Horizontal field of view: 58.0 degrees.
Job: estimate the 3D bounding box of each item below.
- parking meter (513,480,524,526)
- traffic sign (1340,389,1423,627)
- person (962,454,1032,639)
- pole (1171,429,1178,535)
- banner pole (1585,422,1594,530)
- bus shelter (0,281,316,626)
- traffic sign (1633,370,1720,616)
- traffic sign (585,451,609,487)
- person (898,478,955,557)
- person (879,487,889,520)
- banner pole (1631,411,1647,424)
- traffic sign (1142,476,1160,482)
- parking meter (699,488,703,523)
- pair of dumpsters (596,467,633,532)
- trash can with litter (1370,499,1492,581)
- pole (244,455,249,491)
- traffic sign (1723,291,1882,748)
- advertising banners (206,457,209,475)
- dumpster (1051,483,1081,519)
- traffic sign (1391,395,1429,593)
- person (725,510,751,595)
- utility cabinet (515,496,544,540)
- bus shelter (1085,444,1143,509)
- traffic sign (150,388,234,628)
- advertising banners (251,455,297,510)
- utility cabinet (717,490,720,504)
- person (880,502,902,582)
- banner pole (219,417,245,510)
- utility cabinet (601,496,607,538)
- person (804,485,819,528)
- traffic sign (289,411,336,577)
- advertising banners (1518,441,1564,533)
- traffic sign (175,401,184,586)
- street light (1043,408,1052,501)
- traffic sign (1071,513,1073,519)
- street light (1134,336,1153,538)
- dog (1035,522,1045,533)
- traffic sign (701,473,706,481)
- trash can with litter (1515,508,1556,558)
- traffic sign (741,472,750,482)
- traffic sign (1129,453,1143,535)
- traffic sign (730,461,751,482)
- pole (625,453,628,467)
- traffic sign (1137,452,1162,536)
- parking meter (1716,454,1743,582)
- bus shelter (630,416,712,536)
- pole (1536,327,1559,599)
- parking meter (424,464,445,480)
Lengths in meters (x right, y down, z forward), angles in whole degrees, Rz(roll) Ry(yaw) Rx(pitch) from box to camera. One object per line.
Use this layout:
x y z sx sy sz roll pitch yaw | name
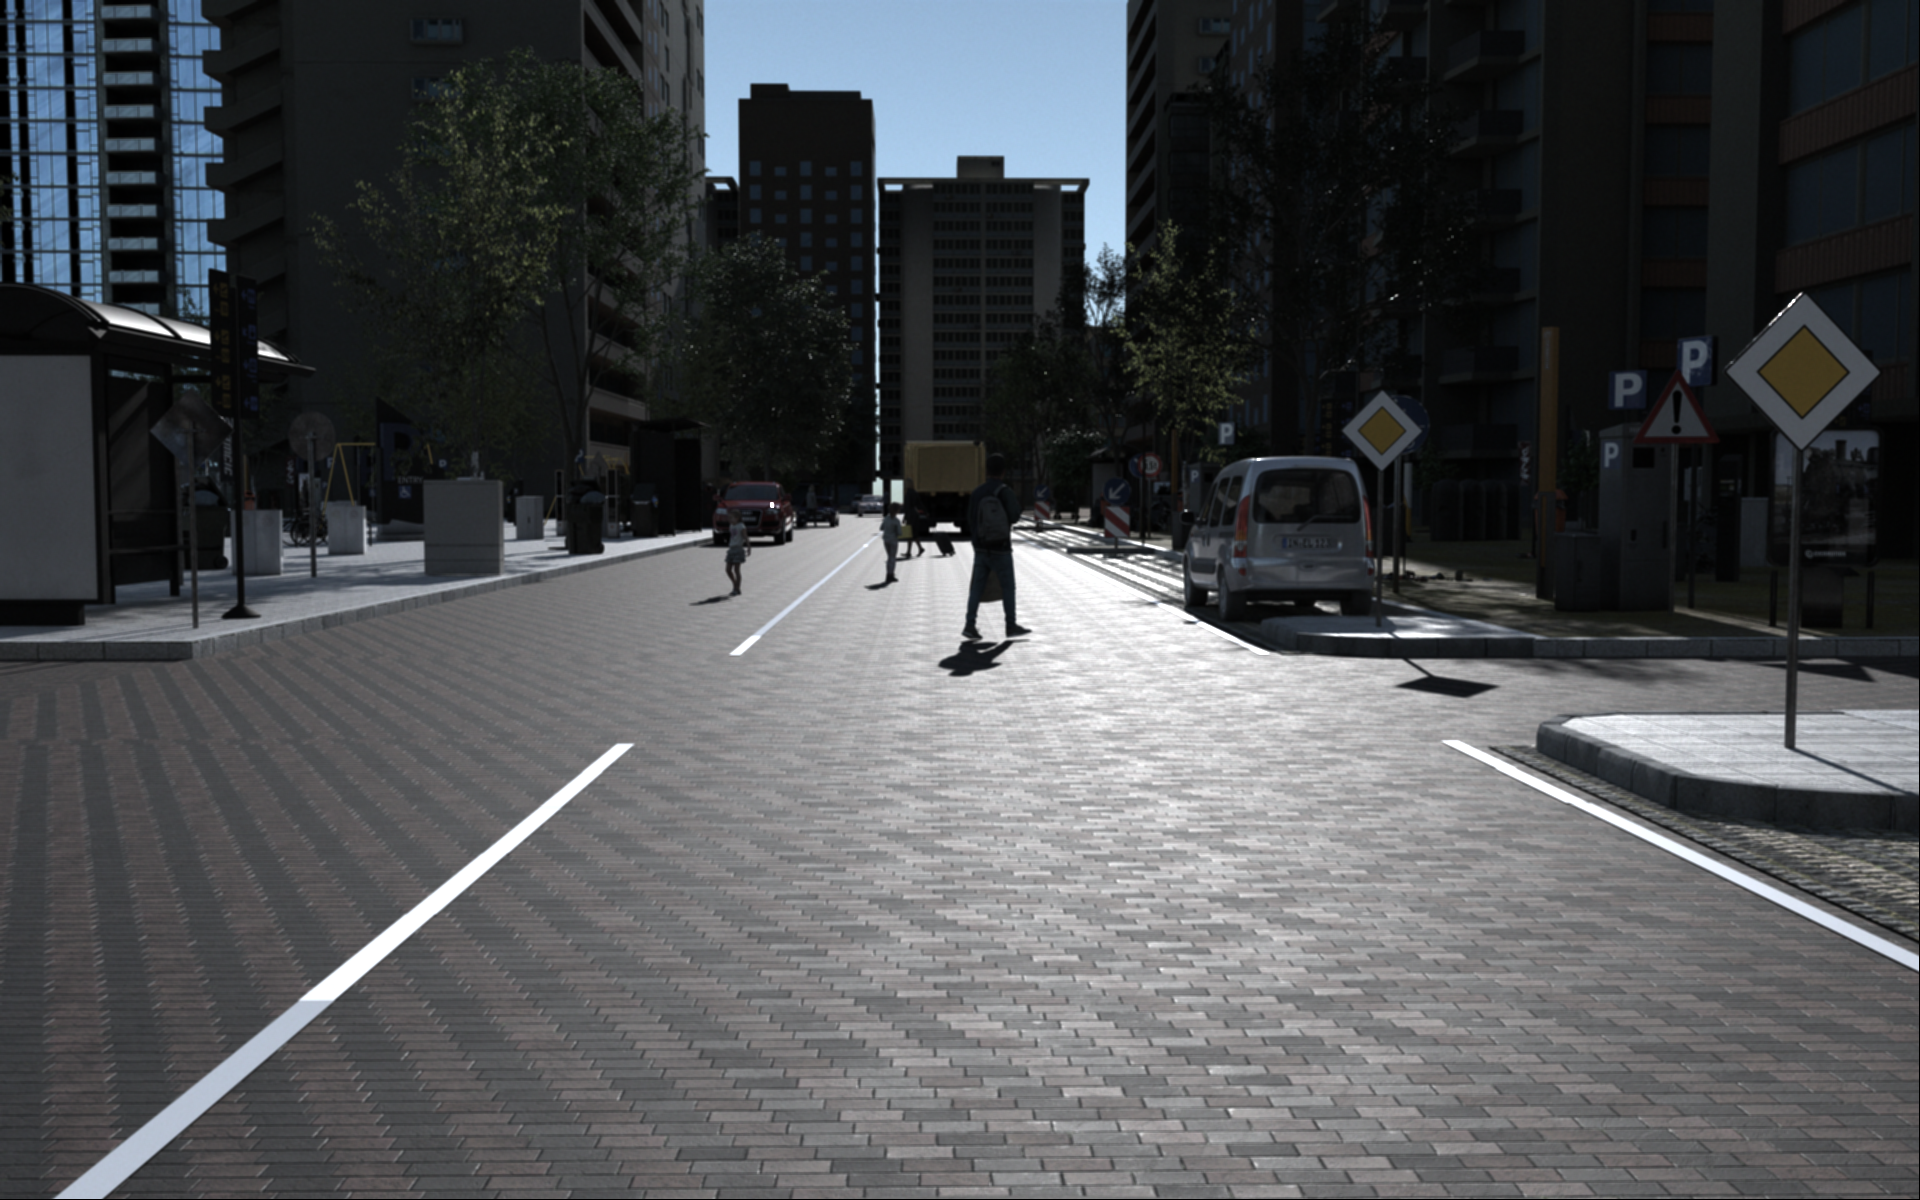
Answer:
-17.804 -3.921 69.817 0.399 1.863 0.255 2 4 32 | parking meter
4.043 -0.797 16.675 0.795 2.450 0.064 0 4 -1 | traffic sign
0.306 -0.521 17.002 0.713 1.824 0.794 -3 4 -36 | person
6.762 -3.716 54.598 0.158 3.312 0.155 0 3 0 | pole
21.711 -4.276 59.922 0.863 3.779 0.401 -3 5 -41 | banner pole
-9.145 -1.552 19.305 2.014 3.302 5.546 0 4 -1 | bus shelter
7.511 -1.114 18.225 0.884 2.594 0.081 0 4 4 | traffic sign
-10.821 -3.174 51.897 0.884 2.594 0.081 0 4 7 | traffic sign
-0.790 -1.902 39.816 1.509 1.804 0.699 -2 4 -29 | person
-4.122 -5.320 95.467 0.705 1.826 1.348 1 4 16 | person
20.650 -3.837 52.750 0.401 3.779 0.863 -1 4 -19 | banner pole
8.051 -4.492 73.446 0.884 2.594 0.081 0 4 8 | traffic sign
-9.364 -3.417 61.583 0.399 1.863 0.255 0 3 0 | parking meter
-11.772 -3.520 60.052 1.574 2.255 4.437 0 4 -1 | pair of dumpsters
6.757 -0.901 25.791 2.233 1.210 1.678 1 4 19 | trash can with litter
-36.956 -5.864 89.713 0.158 3.312 0.155 0 3 0 | pole
4.191 -0.309 8.692 0.795 2.450 0.064 0 4 -1 | traffic sign
-23.894 -3.582 54.748 0.090 3.025 2.074 -2 4 -31 | advertising banners
5.470 -5.290 88.979 1.502 2.255 1.985 0 4 -1 | dumpster
5.656 -1.363 22.395 0.768 2.556 0.104 0 4 6 | traffic sign
-3.121 -0.681 24.655 0.505 1.210 0.382 3 5 40 | person
-12.195 -2.318 49.061 1.020 1.237 0.306 3 5 44 | utility cabinet
6.487 -4.803 72.452 2.014 3.302 5.546 0 4 -1 | bus shelter
-7.300 -0.786 16.486 0.795 2.450 0.064 0 4 -1 | traffic sign
-30.930 -5.005 78.016 2.074 3.025 0.090 -2 4 -25 | advertising banners
-12.460 -5.033 90.976 0.318 1.500 1.173 0 4 4 | utility cabinet
-1.112 -0.954 28.373 0.425 1.301 0.394 1 4 21 | person
-19.041 -3.388 45.419 0.863 3.779 0.401 0 4 6 | banner pole
-10.603 -2.441 51.076 0.306 1.237 1.020 1 4 21 | utility cabinet
-6.281 -3.909 72.587 0.728 1.800 0.709 -3 5 -44 | person
-9.991 -1.627 26.701 0.768 2.556 0.104 0 4 8 | traffic sign
18.965 -3.671 56.211 0.090 3.025 2.074 -3 4 -38 | advertising banners
-10.934 -1.482 24.240 0.884 2.594 0.081 0 4 3 | traffic sign
4.624 -7.245 91.249 0.468 5.910 1.993 0 4 -1 | street light
5.878 -5.541 90.707 0.768 2.556 0.104 0 4 5 | traffic sign
5.402 -4.770 50.781 0.468 5.910 1.993 0 4 -1 | street light
2.970 -2.655 63.600 0.748 0.427 0.550 -3 5 -41 | dog
-10.987 -4.398 71.912 0.884 2.594 0.081 0 4 2 | traffic sign
12.046 -1.463 34.984 2.233 1.210 1.678 -3 5 -40 | trash can with litter
-11.368 -5.532 90.548 0.768 2.556 0.104 0 4 1 | traffic sign
5.666 -3.307 54.173 0.768 2.556 0.104 0 4 4 | traffic sign
-8.635 -4.165 68.108 0.884 2.594 0.081 0 4 6 | traffic sign
-16.364 -5.581 85.091 0.158 3.312 0.155 0 3 0 | pole
5.793 -3.233 52.959 0.768 2.556 0.104 0 4 3 | traffic sign
11.270 -1.203 25.379 0.255 1.863 0.399 3 4 37 | parking meter
-9.196 -3.927 55.484 1.731 3.624 6.357 0 4 -1 | bus shelter
7.209 -1.676 21.241 0.158 3.312 0.155 0 3 0 | pole
-10.271 -1.725 33.916 0.255 1.863 0.399 1 4 12 | parking meter
